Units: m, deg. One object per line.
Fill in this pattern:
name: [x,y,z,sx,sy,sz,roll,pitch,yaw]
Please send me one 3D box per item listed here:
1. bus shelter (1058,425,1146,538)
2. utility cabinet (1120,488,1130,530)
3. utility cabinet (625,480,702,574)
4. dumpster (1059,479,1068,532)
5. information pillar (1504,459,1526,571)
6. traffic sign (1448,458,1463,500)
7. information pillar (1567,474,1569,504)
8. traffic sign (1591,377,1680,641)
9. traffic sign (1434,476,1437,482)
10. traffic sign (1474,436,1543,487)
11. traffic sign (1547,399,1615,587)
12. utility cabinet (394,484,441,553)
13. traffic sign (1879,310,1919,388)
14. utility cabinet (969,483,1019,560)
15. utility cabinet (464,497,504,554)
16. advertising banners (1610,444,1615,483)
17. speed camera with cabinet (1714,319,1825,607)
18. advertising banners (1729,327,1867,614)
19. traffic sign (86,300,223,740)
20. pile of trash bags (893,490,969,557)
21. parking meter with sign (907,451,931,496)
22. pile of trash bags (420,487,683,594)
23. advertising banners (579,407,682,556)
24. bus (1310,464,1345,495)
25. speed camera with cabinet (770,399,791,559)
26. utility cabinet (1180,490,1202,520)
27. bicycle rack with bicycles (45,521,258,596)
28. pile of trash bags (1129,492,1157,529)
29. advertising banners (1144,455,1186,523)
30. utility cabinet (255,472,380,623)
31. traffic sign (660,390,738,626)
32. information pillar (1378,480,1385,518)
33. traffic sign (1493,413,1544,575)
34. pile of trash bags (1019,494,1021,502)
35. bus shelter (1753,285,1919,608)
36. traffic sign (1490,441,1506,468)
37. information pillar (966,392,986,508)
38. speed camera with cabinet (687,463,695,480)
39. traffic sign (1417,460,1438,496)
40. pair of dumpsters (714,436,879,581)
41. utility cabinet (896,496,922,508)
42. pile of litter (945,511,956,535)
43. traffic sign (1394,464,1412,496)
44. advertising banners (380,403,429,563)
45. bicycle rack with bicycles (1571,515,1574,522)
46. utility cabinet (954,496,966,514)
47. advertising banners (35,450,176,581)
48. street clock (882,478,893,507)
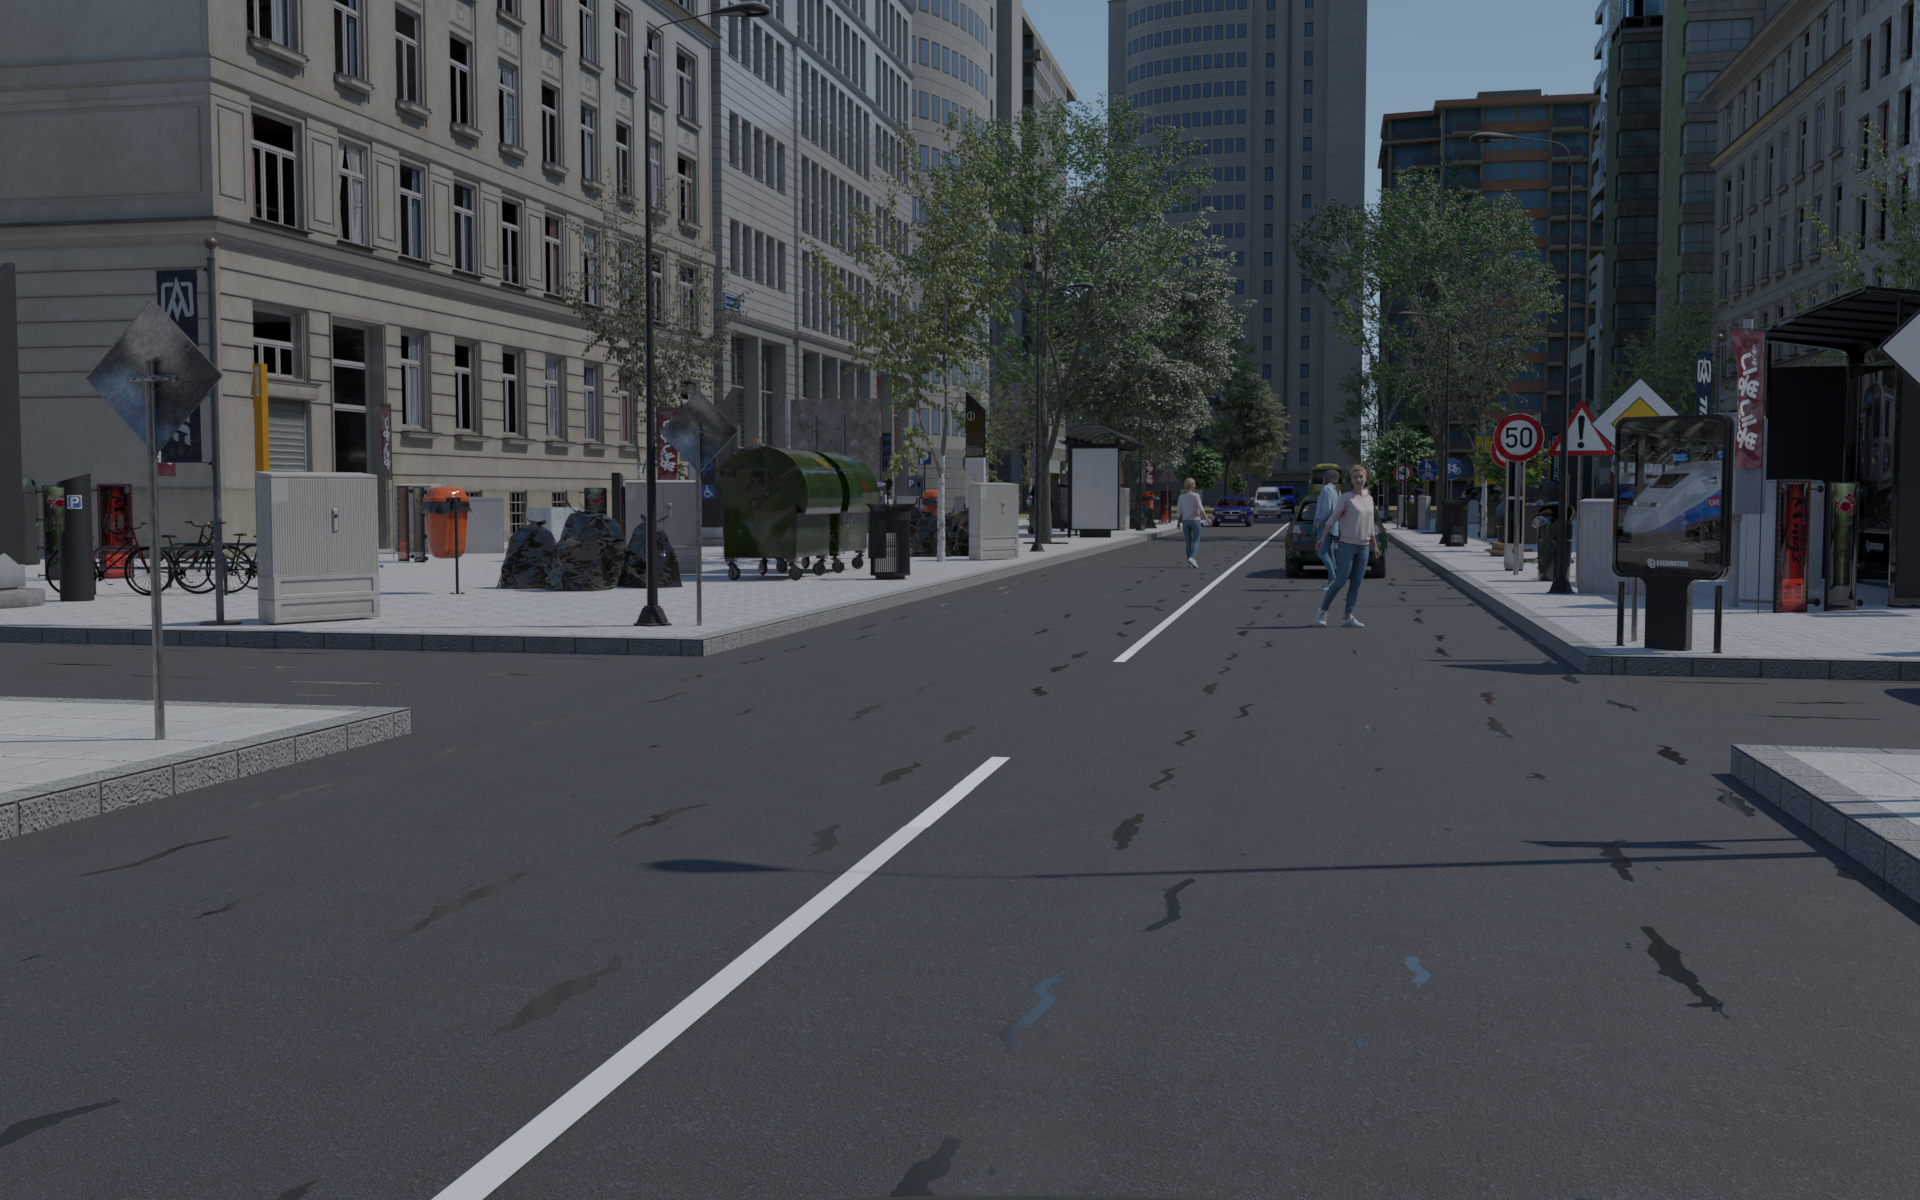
bus shelter: [4.435,-3.641,53.451,2.014,3.302,5.546,1,4,12]
utility cabinet: [5.815,-3.227,61.443,0.318,1.500,1.173,1,4,12]
utility cabinet: [-4.675,-1.140,27.321,1.173,1.500,0.318,-1,4,-11]
dumpster: [4.112,-3.290,59.549,1.264,1.857,1.865,1,4,12]
information pillar: [9.257,-1.493,28.904,0.304,2.012,0.304,1,4,15]
traffic sign: [17.392,-3.744,61.312,0.768,2.556,0.104,1,4,13]
information pillar: [21.983,-3.581,63.036,0.304,2.012,0.304,1,4,11]
traffic sign: [5.870,-0.696,15.028,0.795,2.450,0.064,1,4,12]
traffic sign: [23.766,-5.227,85.563,0.768,2.556,0.104,1,4,16]
traffic sign: [19.011,-4.049,60.071,2.265,3.308,0.079,1,4,18]
traffic sign: [8.550,-1.462,23.900,0.884,2.594,0.081,1,4,15]
utility cabinet: [-11.788,-1.771,37.631,1.173,1.500,0.318,2,4,32]
traffic sign: [4.225,-0.218,7.213,0.795,2.450,0.064,1,4,12]
utility cabinet: [0.672,-1.533,33.747,0.318,1.500,1.173,3,5,41]
utility cabinet: [-10.366,-1.602,37.348,1.020,1.237,0.306,-1,4,-16]
advertising banners: [17.032,-2.857,42.896,2.074,3.025,0.090,0,4,5]
speed camera with cabinet: [9.351,-1.585,20.258,2.038,3.252,0.660,-3,4,-37]
advertising banners: [9.007,-1.374,18.649,2.074,3.025,0.090,-2,4,-24]
traffic sign: [-4.181,-0.327,8.996,0.795,2.450,0.064,1,4,12]
pile of trash bags: [-0.434,-1.661,36.908,1.912,1.369,3.447,-1,4,-10]
parking meter with sign: [-1.829,-4.498,69.802,0.543,3.016,1.738,2,4,28]
pile of trash bags: [-5.575,-0.829,23.311,3.447,1.369,1.912,-3,5,-43]
advertising banners: [-6.610,-2.365,34.848,2.074,3.025,0.090,0,4,-1]
bus: [29.710,-9.093,140.219,2.896,3.916,12.252,1,4,12]
speed camera with cabinet: [-3.439,-2.503,35.261,0.660,3.252,2.038,0,4,5]
utility cabinet: [11.398,-4.692,85.392,1.173,1.500,0.318,-2,4,-34]
bicycle rack with bicycles: [-9.923,-0.569,22.678,2.925,0.926,2.852,0,4,7]
pile of trash bags: [6.491,-3.357,64.647,1.912,1.369,3.447,2,4,26]
advertising banners: [9.127,-4.913,76.511,2.074,3.025,0.090,0,4,3]
utility cabinet: [-6.431,-0.533,17.391,0.318,1.500,1.173,3,4,38]
traffic sign: [-2.537,-0.805,16.811,0.795,2.450,0.064,1,4,12]
information pillar: [20.882,-4.972,85.782,0.304,2.012,0.304,2,4,25]
traffic sign: [8.803,-1.666,27.353,0.768,2.556,0.104,1,4,13]
pile of trash bags: [1.351,-4.563,84.356,3.447,1.369,1.912,-1,4,-23]
bus shelter: [11.673,-1.904,22.407,1.731,3.624,6.357,1,4,12]
traffic sign: [11.003,-2.115,34.684,0.768,2.556,0.104,1,4,17]
information pillar: [0.341,-2.947,39.544,0.504,3.616,0.183,2,4,27]
speed camera with cabinet: [-7.705,-3.474,51.136,0.660,3.252,2.038,-1,4,-10]
traffic sign: [17.270,-3.905,63.953,0.768,2.556,0.104,1,4,17]
pair of dumpsters: [-2.556,-1.536,27.603,1.574,2.255,4.437,1,4,12]
utility cabinet: [-1.261,-2.302,48.795,1.020,1.237,0.306,1,4,13]
pile of litter: [-0.440,-1.808,43.531,1.719,0.858,1.176,-2,4,-29]
traffic sign: [18.557,-4.433,72.591,0.768,2.556,0.104,1,4,16]
advertising banners: [-10.613,-2.252,33.005,0.090,3.025,2.074,-3,5,-40]
bicycle rack with bicycles: [25.076,-3.834,76.062,2.852,0.926,2.925,-1,4,-19]
utility cabinet: [0.315,-3.296,65.043,1.020,1.237,0.306,-2,4,-25]
advertising banners: [-12.788,-1.831,26.121,2.074,3.025,0.090,-3,4,-38]
street clock: [-3.243,-4.478,77.778,0.471,2.002,0.358,1,4,11]
